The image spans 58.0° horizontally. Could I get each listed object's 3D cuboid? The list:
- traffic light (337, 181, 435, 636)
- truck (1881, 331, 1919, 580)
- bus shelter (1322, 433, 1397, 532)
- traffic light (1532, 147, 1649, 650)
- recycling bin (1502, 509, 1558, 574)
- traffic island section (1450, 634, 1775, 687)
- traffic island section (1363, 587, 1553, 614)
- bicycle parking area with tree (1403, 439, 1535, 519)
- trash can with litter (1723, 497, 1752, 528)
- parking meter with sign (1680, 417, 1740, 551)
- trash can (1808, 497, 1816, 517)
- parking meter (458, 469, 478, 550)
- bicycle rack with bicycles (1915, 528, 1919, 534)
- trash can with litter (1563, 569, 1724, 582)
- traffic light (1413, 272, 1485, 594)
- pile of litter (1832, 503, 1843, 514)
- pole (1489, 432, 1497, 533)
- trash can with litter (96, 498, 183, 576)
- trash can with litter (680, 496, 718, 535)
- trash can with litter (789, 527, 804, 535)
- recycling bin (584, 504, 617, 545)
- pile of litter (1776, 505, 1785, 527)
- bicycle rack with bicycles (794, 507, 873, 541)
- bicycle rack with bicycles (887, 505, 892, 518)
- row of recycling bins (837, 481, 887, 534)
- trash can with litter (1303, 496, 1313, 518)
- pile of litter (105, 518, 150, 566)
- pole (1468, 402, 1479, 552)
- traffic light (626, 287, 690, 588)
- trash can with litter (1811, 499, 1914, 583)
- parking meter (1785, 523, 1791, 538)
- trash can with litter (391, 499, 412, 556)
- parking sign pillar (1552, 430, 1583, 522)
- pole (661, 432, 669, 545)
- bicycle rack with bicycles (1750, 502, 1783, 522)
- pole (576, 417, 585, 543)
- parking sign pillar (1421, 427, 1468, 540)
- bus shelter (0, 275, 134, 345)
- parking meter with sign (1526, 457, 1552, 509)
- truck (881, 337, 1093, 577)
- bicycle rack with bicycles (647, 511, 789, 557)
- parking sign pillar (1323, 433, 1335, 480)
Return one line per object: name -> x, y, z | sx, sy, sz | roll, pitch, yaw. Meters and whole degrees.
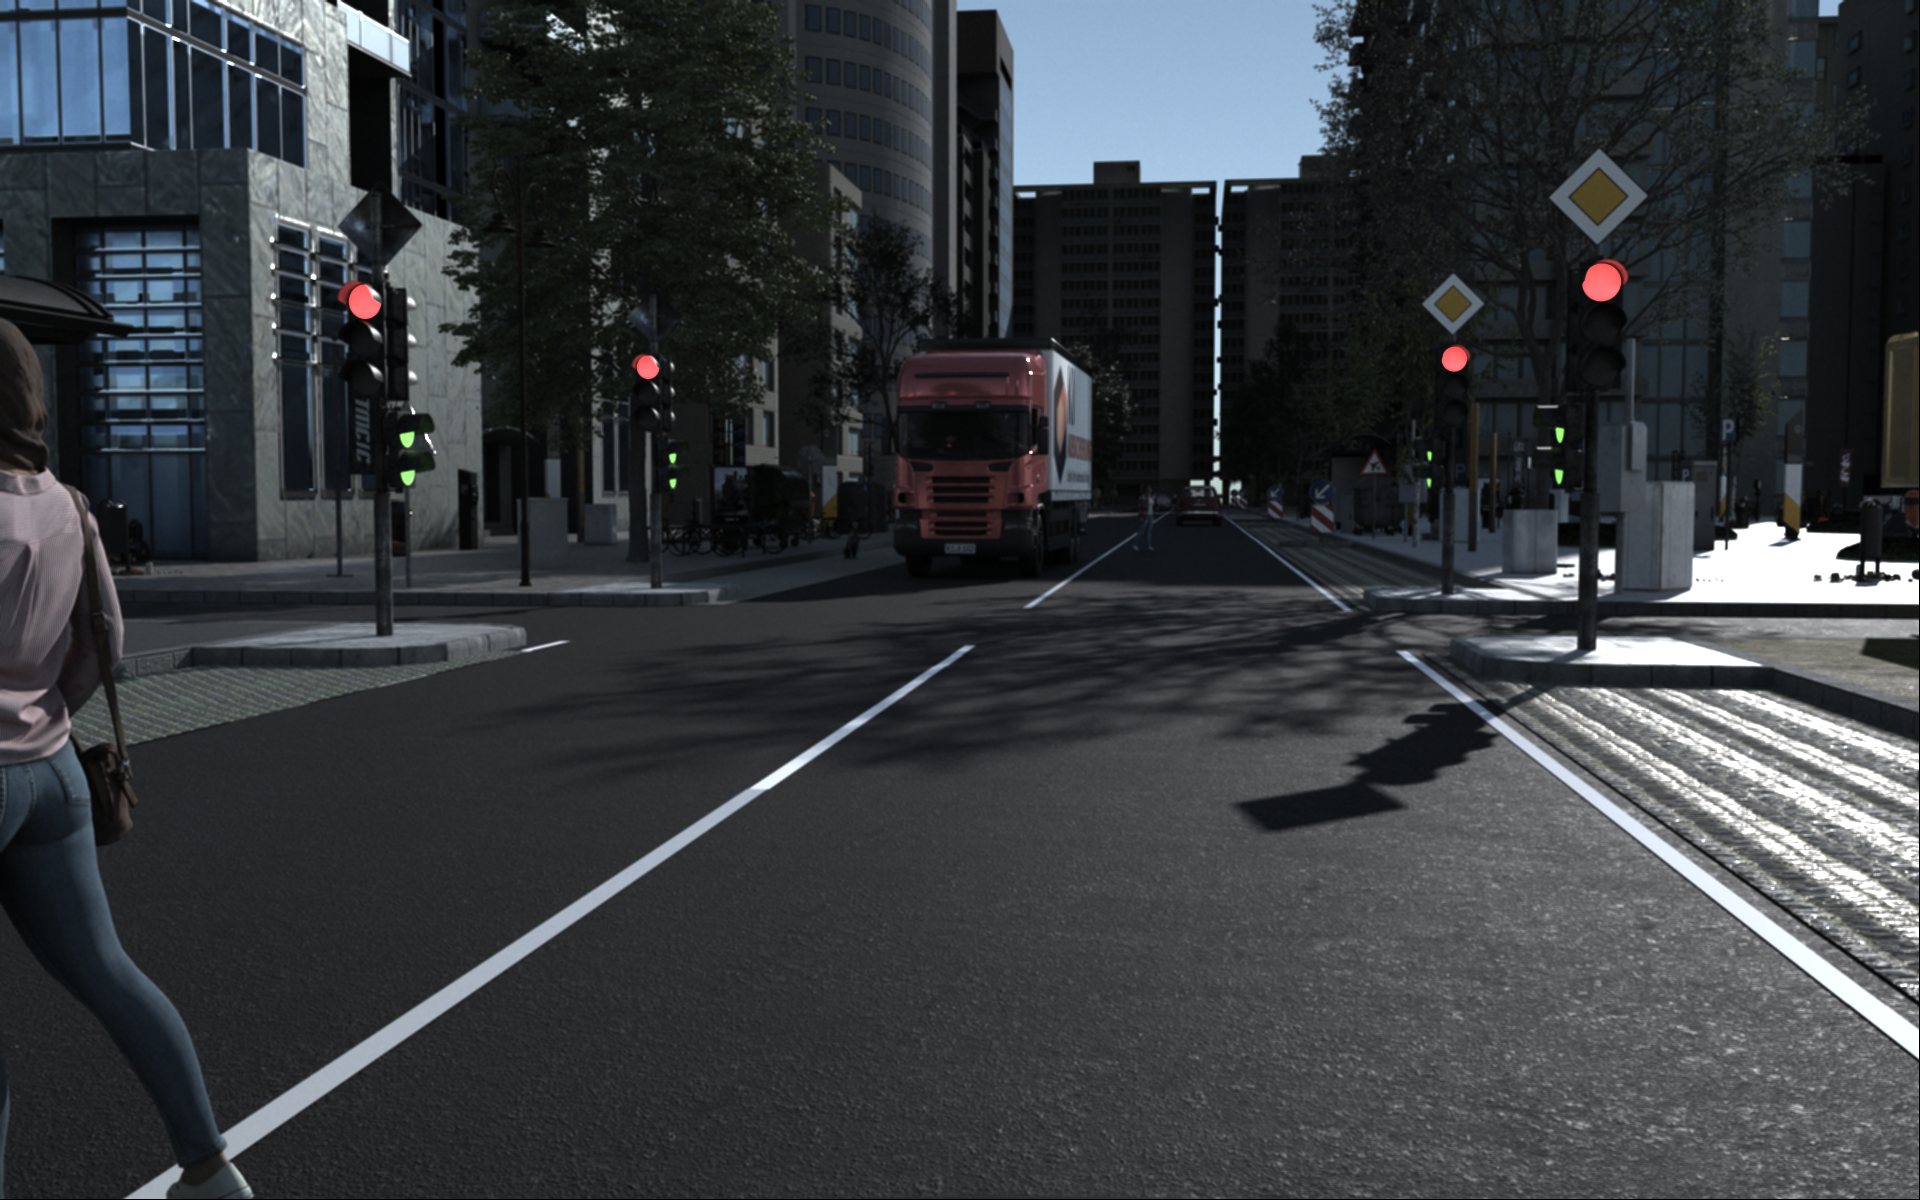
traffic light -> -5.203, -1.632, 15.599 | 0.839, 4.253, 0.868 | 0, 4, 8
truck -> 14.461, -1.262, 16.551 | 9.791, 3.379, 3.469 | 1, 4, 10
bus shelter -> 13.864, -4.063, 60.359 | 2.014, 3.302, 5.546 | 0, 4, 8
traffic light -> 5.165, -1.547, 14.211 | 0.839, 4.253, 0.868 | 0, 4, 8
recycling bin -> 9.260, -0.954, 28.151 | 0.722, 1.027, 0.722 | 0, 4, 4
traffic island section -> 5.203, 0.487, 14.319 | 2.009, 0.180, 2.903 | 0, 4, 8
traffic island section -> 6.279, 0.003, 22.232 | 2.009, 0.180, 2.903 | 0, 4, 8
bicycle parking area with tree -> 26.740, -6.336, 90.592 | 8.231, 4.147, 9.016 | 2, 4, 27
trash can with litter -> 29.166, -3.282, 65.043 | 0.624, 1.170, 1.055 | -2, 4, -25
parking meter with sign -> 16.775, -2.640, 39.420 | 1.738, 3.016, 0.543 | -1, 4, -14
trash can -> 40.659, -4.340, 82.605 | 0.748, 1.137, 0.748 | 0, 3, 0
parking meter -> -11.362, -2.099, 40.029 | 0.399, 1.863, 0.255 | 1, 4, 19
bicycle rack with bicycles -> 27.467, -2.040, 46.734 | 2.925, 0.926, 2.852 | -1, 4, -11
trash can with litter -> 10.125, -0.913, 25.989 | 1.678, 1.210, 2.233 | -2, 4, -29
traffic light -> 6.241, -2.031, 22.123 | 0.839, 4.253, 0.868 | 0, 4, 8
pile of litter -> 41.094, -4.072, 80.539 | 1.719, 0.858, 1.176 | -3, 4, -37
pole -> 17.614, -3.877, 57.231 | 0.158, 3.312, 0.155 | 0, 3, 0
trash can with litter -> -13.806, -1.019, 27.717 | 2.233, 1.210, 1.678 | 1, 4, 14
trash can with litter -> -8.109, -2.694, 55.098 | 1.678, 1.210, 2.233 | 1, 4, 14
trash can with litter -> -5.286, -2.608, 54.023 | 0.624, 1.170, 1.055 | 2, 4, 25
recycling bin -> -9.111, -1.916, 43.878 | 0.722, 1.027, 0.722 | 0, 4, -2
pile of litter -> 32.837, -3.323, 68.304 | 1.719, 0.858, 1.176 | -3, 4, -38
bicycle rack with bicycles -> -4.288, -2.172, 48.891 | 2.925, 0.926, 2.852 | 3, 4, 37
bicycle rack with bicycles -> -2.750, -4.299, 83.670 | 2.852, 0.926, 2.925 | 1, 4, 14
row of recycling bins -> -3.260, -3.054, 57.050 | 1.069, 1.692, 3.534 | 1, 4, 14
trash can with litter -> 18.999, -5.061, 94.135 | 1.055, 1.170, 0.624 | -3, 5, -41
pile of litter -> -15.436, -1.082, 31.658 | 1.176, 0.858, 1.719 | 0, 4, 0
pole -> 11.464, -2.741, 38.661 | 0.158, 3.312, 0.155 | 0, 3, 0
traffic light -> -4.128, -2.116, 23.512 | 0.839, 4.253, 0.868 | 0, 4, 8
trash can with litter -> 13.241, -0.897, 25.717 | 2.233, 1.210, 1.678 | -3, 4, -39
parking meter -> 24.561, -2.773, 51.049 | 0.399, 1.863, 0.255 | 2, 4, 28
trash can with litter -> -11.633, -1.507, 36.025 | 0.624, 1.170, 1.055 | -2, 4, -26
parking sign pillar -> 22.146, -4.538, 62.673 | 1.447, 3.967, 1.447 | 2, 4, 26
pole -> -7.511, -3.069, 44.016 | 0.158, 3.312, 0.155 | 0, 3, 0
bicycle rack with bicycles -> 37.710, -4.143, 81.123 | 2.852, 0.926, 2.925 | 2, 4, 35
pole -> -10.000, -3.168, 45.647 | 0.158, 3.312, 0.155 | 0, 3, 0
parking sign pillar -> 13.641, -3.660, 48.312 | 1.447, 3.967, 1.447 | -1, 4, -12
bus shelter -> -9.142, -1.214, 13.765 | 2.014, 3.302, 5.546 | 0, 4, 8
parking meter with sign -> 27.241, -5.154, 80.523 | 1.738, 3.016, 0.543 | 2, 4, 35
truck -> 0.824, -2.723, 33.437 | 2.839, 4.237, 11.283 | 1, 4, 9
bicycle rack with bicycles -> -5.287, -1.394, 36.170 | 2.925, 0.926, 2.852 | 1, 4, 8
parking sign pillar -> 15.897, -5.271, 74.658 | 1.447, 3.967, 1.447 | 1, 4, 10
